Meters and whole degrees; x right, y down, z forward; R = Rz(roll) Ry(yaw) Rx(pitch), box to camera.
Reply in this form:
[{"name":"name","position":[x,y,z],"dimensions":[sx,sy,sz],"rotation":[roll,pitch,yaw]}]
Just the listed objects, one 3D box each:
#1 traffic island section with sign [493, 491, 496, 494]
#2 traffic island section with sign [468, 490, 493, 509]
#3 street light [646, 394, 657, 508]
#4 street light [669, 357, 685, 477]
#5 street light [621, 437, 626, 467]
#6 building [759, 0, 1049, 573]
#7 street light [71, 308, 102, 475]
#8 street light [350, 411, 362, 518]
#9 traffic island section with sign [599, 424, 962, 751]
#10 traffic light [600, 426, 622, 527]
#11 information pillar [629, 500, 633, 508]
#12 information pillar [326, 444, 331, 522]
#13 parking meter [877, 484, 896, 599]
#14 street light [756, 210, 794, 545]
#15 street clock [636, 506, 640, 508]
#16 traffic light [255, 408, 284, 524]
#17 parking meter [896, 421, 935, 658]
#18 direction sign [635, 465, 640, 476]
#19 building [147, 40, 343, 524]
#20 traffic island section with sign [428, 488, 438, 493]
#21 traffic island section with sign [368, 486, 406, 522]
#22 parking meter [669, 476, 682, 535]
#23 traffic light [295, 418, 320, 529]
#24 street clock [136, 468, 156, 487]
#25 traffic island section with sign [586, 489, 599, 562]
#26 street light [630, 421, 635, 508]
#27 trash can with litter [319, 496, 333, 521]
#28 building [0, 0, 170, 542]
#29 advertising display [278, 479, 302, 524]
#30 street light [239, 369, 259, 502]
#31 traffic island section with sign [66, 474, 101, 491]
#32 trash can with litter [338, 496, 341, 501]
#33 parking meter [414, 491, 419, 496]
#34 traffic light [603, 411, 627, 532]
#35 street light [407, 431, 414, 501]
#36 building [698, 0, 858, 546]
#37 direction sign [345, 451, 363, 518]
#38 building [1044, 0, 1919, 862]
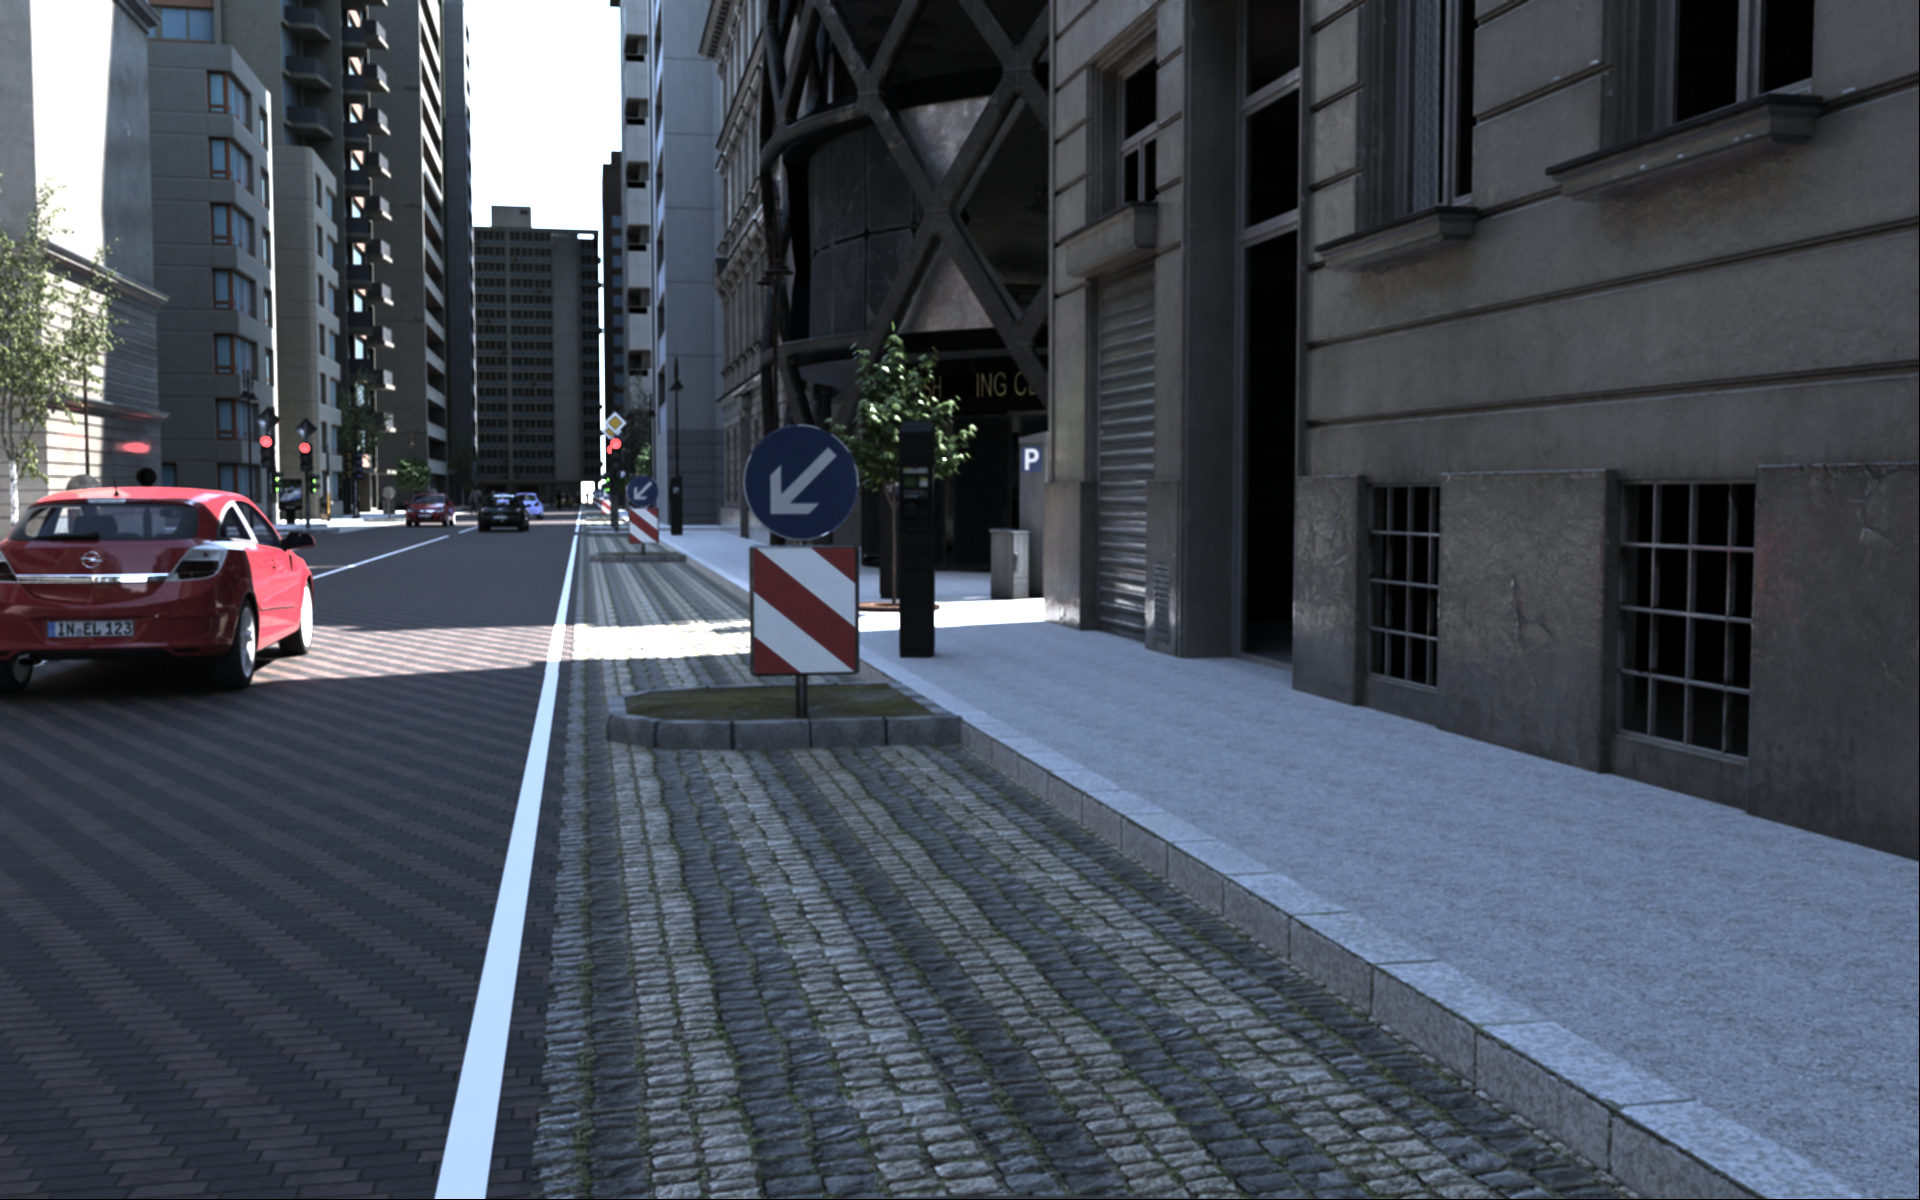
[{"name":"traffic island section with sign","position":[-51.547,-11.180,191.417],"dimensions":[1.989,1.847,2.006],"rotation":[-1,4,-12]},{"name":"traffic island section with sign","position":[-45.704,-9.536,164.542],"dimensions":[1.989,1.847,2.006],"rotation":[-1,4,-12]},{"name":"street light","position":[-14.009,-6.477,78.682],"dimensions":[0.468,5.910,1.993],"rotation":[-1,4,-12]},{"name":"street light","position":[-9.526,-5.230,58.291],"dimensions":[0.468,5.910,1.993],"rotation":[-1,4,-12]},{"name":"street light","position":[-26.939,-10.133,138.455],"dimensions":[0.468,5.910,1.993],"rotation":[-1,4,-12]},{"name":"building","position":[4.526,-10.128,33.047],"dimensions":[16.820,18.784,16.811],"rotation":[-1,4,-12]},{"name":"street light","position":[-21.740,-4.300,43.098],"dimensions":[0.468,5.910,1.993],"rotation":[-1,4,-12]},{"name":"street light","position":[-32.850,-7.436,94.370],"dimensions":[0.468,5.910,1.993],"rotation":[-1,4,-12]},{"name":"traffic island section with sign","position":[-1.162,-0.120,10.595],"dimensions":[1.989,1.847,2.006],"rotation":[-1,4,-12]},{"name":"traffic light","position":[-13.395,-4.750,66.583],"dimensions":[0.839,4.253,0.868],"rotation":[-1,4,-12]},{"name":"information pillar","position":[-23.225,-7.203,122.268],"dimensions":[0.304,2.012,0.304],"rotation":[0,4,-6]},{"name":"information pillar","position":[-29.220,-5.427,80.078],"dimensions":[0.183,3.616,0.504],"rotation":[-1,4,-21]},{"name":"parking meter","position":[-0.800,-0.952,21.284],"dimensions":[0.399,1.863,0.255],"rotation":[1,4,15]},{"name":"street light","position":[-3.037,-3.407,28.500],"dimensions":[0.468,5.910,1.993],"rotation":[-1,4,-12]},{"name":"street clock","position":[-19.552,-6.150,105.125],"dimensions":[0.471,2.002,0.358],"rotation":[-3,5,-41]},{"name":"traffic light","position":[-22.505,-4.129,56.423],"dimensions":[0.839,4.253,0.868],"rotation":[-1,4,-12]},{"name":"parking meter","position":[-0.339,-0.487,13.679],"dimensions":[0.255,1.863,0.399],"rotation":[0,4,3]},{"name":"direction sign","position":[-25.120,-8.797,135.834],"dimensions":[0.379,3.537,0.876],"rotation":[2,4,32]},{"name":"building","position":[-44.550,-14.256,78.127],"dimensions":[27.650,21.520,28.899],"rotation":[-1,4,-12]},{"name":"traffic island section with sign","position":[-34.956,-6.511,115.081],"dimensions":[1.989,1.847,2.006],"rotation":[-1,4,-12]},{"name":"traffic island section with sign","position":[-29.223,-4.900,88.741],"dimensions":[1.989,1.847,2.006],"rotation":[-1,4,-12]},{"name":"parking meter","position":[-8.914,-2.972,54.310],"dimensions":[0.399,1.863,0.255],"rotation":[-1,4,-10]},{"name":"traffic light","position":[-24.201,-4.606,64.226],"dimensions":[0.839,4.253,0.868],"rotation":[-1,4,-12]},{"name":"street clock","position":[-22.867,-2.700,48.714],"dimensions":[0.358,2.002,0.471],"rotation":[3,5,42]},{"name":"traffic island section with sign","position":[-6.893,-1.732,36.944],"dimensions":[1.989,1.847,2.006],"rotation":[-1,4,-12]},{"name":"street light","position":[-20.503,-8.308,108.626],"dimensions":[0.468,5.910,1.993],"rotation":[-1,4,-12]},{"name":"trash can with litter","position":[-30.852,-4.461,84.320],"dimensions":[0.624,1.170,1.055],"rotation":[-1,4,-19]},{"name":"building","position":[-40.411,-13.819,45.018],"dimensions":[34.723,24.649,14.460],"rotation":[-1,4,-12]},{"name":"advertising display","position":[-28.797,-4.236,74.466],"dimensions":[0.974,1.923,0.123],"rotation":[-1,4,-22]},{"name":"street light","position":[-26.258,-5.581,64.031],"dimensions":[0.468,5.910,1.993],"rotation":[-1,4,-12]},{"name":"traffic island section with sign","position":[-17.351,-1.560,34.137],"dimensions":[1.989,1.847,2.006],"rotation":[-1,4,-12]},{"name":"trash can with litter","position":[-34.886,-5.183,96.128],"dimensions":[1.055,1.170,0.624],"rotation":[-2,4,-26]},{"name":"parking meter","position":[-43.113,-7.890,137.405],"dimensions":[0.372,1.533,0.369],"rotation":[0,3,0]},{"name":"traffic light","position":[-11.699,-4.273,58.780],"dimensions":[0.839,4.253,0.868],"rotation":[-1,4,-12]},{"name":"street light","position":[-39.324,-9.259,124.165],"dimensions":[0.468,5.910,1.993],"rotation":[-1,4,-12]},{"name":"building","position":[-1.678,-11.395,50.937],"dimensions":[10.561,19.102,19.286],"rotation":[-1,4,-12]},{"name":"direction sign","position":[-31.914,-6.069,91.220],"dimensions":[0.876,3.537,0.379],"rotation":[-2,4,-29]},{"name":"building","position":[10.962,-10.471,4.492],"dimensions":[16.112,22.955,30.059],"rotation":[-1,4,-12]}]
